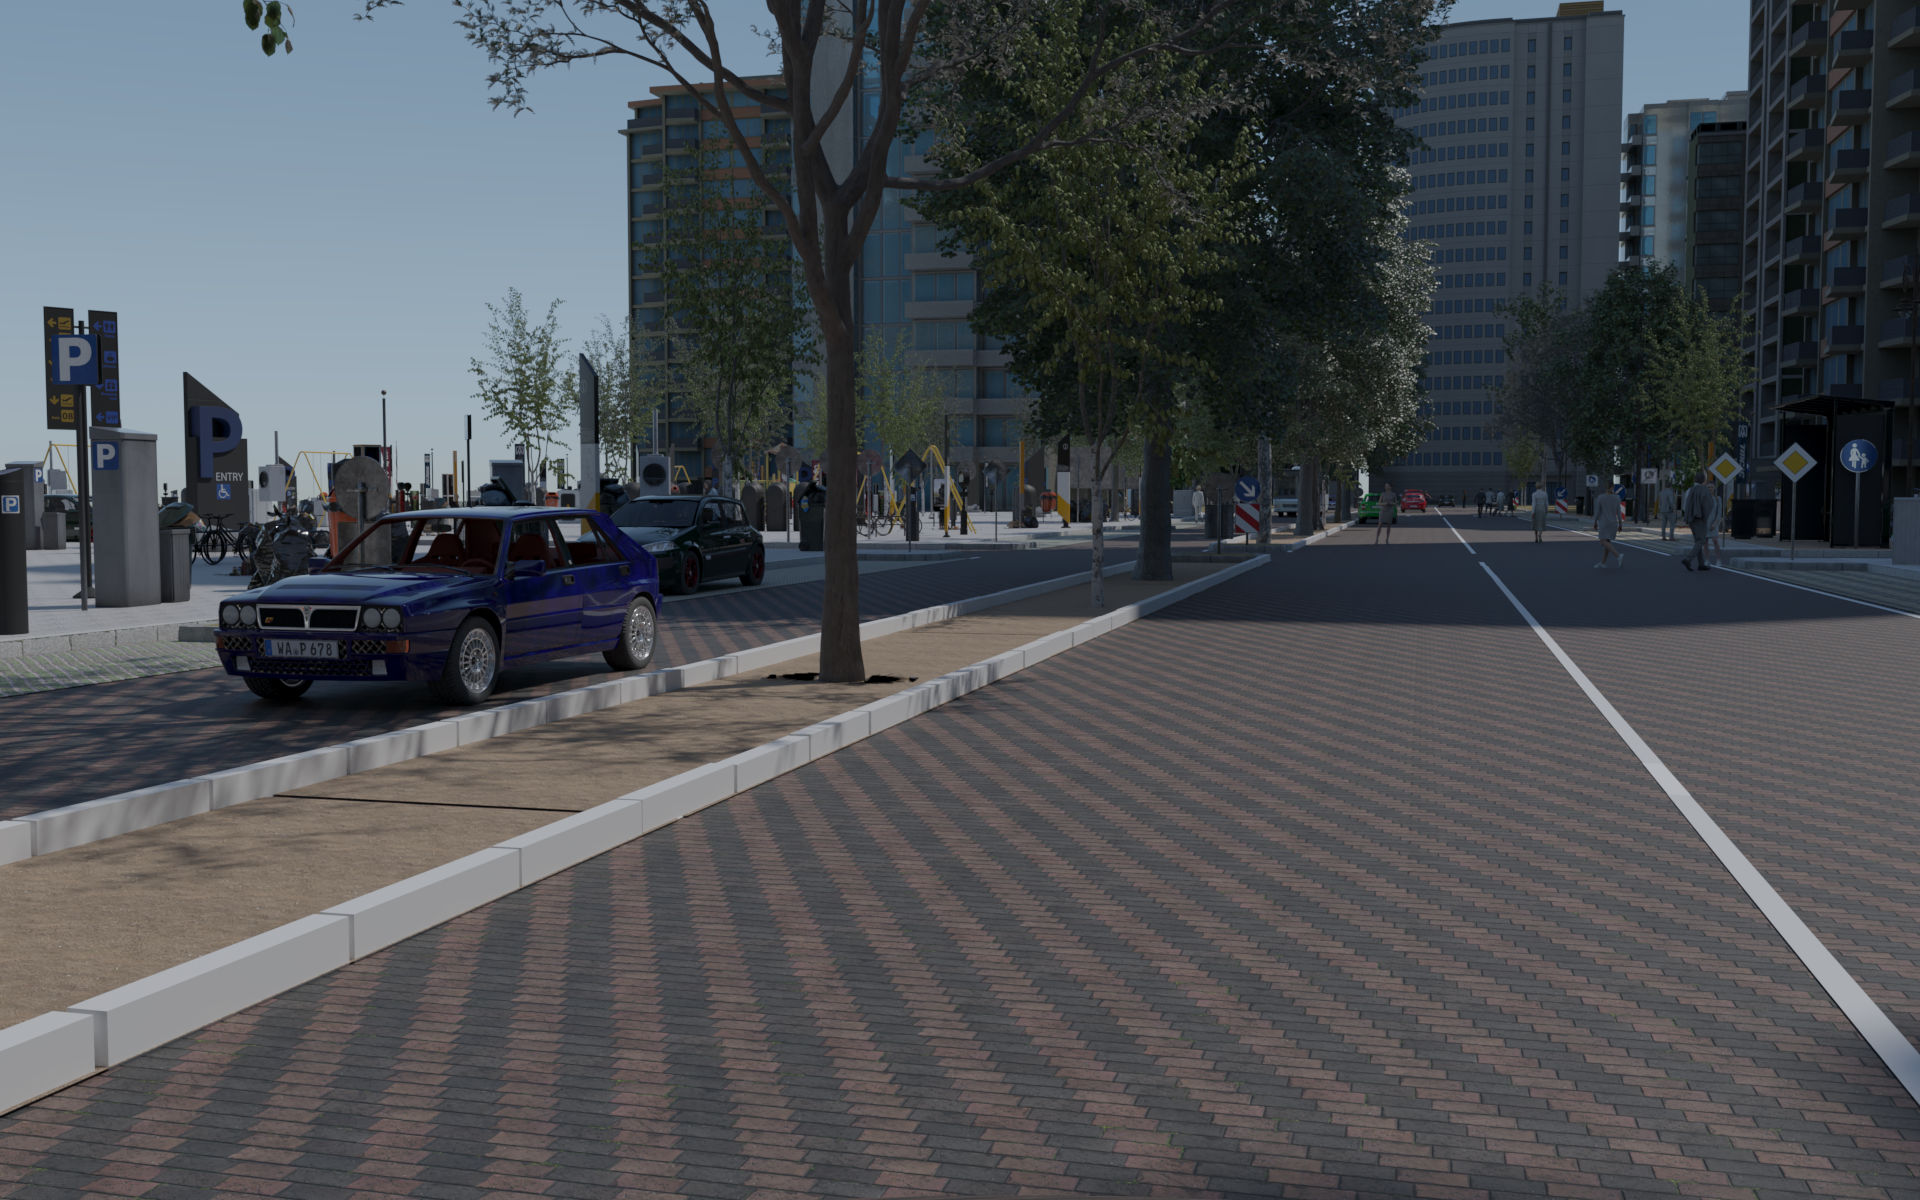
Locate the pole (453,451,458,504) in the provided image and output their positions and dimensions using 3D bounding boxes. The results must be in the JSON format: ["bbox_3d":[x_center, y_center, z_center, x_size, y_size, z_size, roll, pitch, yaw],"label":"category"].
[{"bbox_3d":[-23.710,-5.354,81.375,0.158,3.312,0.155,0,3,0],"label":"pole"}]

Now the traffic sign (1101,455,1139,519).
[{"bbox_3d":[8.067,-5.766,88.139,2.265,3.308,0.079,1,4,19],"label":"traffic sign"}]

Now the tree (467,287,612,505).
[{"bbox_3d":[-15.132,-6.771,61.075,4.737,8.622,4.395,0,3,0],"label":"tree"}]

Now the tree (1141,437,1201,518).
[{"bbox_3d":[11.309,-6.712,93.449,4.285,4.588,4.351,0,3,0],"label":"tree"}]

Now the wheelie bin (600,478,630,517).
[{"bbox_3d":[-6.924,-1.604,34.129,0.693,1.594,0.980,2,4,33],"label":"wheelie bin"}]

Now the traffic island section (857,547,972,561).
[{"bbox_3d":[-1.128,-0.973,38.195,2.009,0.180,2.903,1,4,15],"label":"traffic island section"}]

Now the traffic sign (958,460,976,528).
[{"bbox_3d":[0.241,-3.961,64.862,0.768,2.556,0.104,2,4,25],"label":"traffic sign"}]

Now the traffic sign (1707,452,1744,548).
[{"bbox_3d":[18.196,-2.299,41.226,0.795,2.450,0.064,1,4,15],"label":"traffic sign"}]

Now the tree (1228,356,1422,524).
[{"bbox_3d":[18.425,-9.507,83.656,9.928,11.665,9.643,0,3,0],"label":"tree"}]

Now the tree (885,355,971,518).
[{"bbox_3d":[-1.265,-8.598,90.934,4.360,8.622,3.978,0,3,0],"label":"tree"}]

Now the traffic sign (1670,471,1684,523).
[{"bbox_3d":[31.314,-4.498,75.672,0.606,2.300,0.079,2,4,24],"label":"traffic sign"}]

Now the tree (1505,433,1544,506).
[{"bbox_3d":[58.872,-14.077,180.527,4.360,8.622,3.978,0,3,0],"label":"tree"}]

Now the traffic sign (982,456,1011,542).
[{"bbox_3d":[0.961,-2.581,45.842,0.795,2.450,0.064,1,4,15],"label":"traffic sign"}]

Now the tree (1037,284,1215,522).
[{"bbox_3d":[7.212,-9.934,80.544,7.486,12.596,7.792,0,3,0],"label":"tree"}]

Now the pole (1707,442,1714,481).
[{"bbox_3d":[29.361,-4.524,67.808,0.158,3.312,0.155,0,3,0],"label":"pole"}]

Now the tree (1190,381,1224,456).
[{"bbox_3d":[20.061,-12.282,126.572,9.928,11.665,9.643,0,3,0],"label":"tree"}]

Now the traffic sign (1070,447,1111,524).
[{"bbox_3d":[5.406,-4.950,74.799,2.265,3.308,0.079,1,4,17],"label":"traffic sign"}]

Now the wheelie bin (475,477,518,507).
[{"bbox_3d":[-8.421,-1.445,31.527,0.693,1.594,0.980,-2,4,-30],"label":"wheelie bin"}]

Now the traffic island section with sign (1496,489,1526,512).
[{"bbox_3d":[44.569,-8.018,139.715,1.989,1.847,2.006,1,4,15],"label":"traffic island section with sign"}]

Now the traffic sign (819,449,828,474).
[{"bbox_3d":[-3.516,-2.886,47.299,0.768,2.556,0.104,1,4,22],"label":"traffic sign"}]

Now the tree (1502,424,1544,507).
[{"bbox_3d":[56.231,-13.610,172.879,4.737,8.622,4.395,0,3,0],"label":"tree"}]

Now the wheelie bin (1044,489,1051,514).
[{"bbox_3d":[5.506,-6.323,111.282,0.980,1.594,0.693,1,4,20],"label":"wheelie bin"}]

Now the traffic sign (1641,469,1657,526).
[{"bbox_3d":[27.792,-4.146,69.910,0.606,2.300,0.079,1,4,16],"label":"traffic sign"}]

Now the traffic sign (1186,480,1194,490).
[{"bbox_3d":[15.877,-7.297,119.306,0.884,2.594,0.081,1,4,17],"label":"traffic sign"}]

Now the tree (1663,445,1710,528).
[{"bbox_3d":[28.204,-4.405,66.629,1.663,3.219,1.824,0,3,0],"label":"tree"}]

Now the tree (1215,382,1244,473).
[{"bbox_3d":[14.212,-11.396,104.454,7.486,12.596,7.792,0,3,0],"label":"tree"}]

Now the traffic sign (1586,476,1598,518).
[{"bbox_3d":[34.346,-5.628,94.146,0.606,2.300,0.079,1,4,20],"label":"traffic sign"}]

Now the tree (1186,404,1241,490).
[{"bbox_3d":[16.772,-10.089,115.320,4.360,8.622,3.978,0,3,0],"label":"tree"}]

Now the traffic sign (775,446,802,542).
[{"bbox_3d":[-4.584,-2.819,46.194,0.768,2.556,0.104,1,4,19],"label":"traffic sign"}]

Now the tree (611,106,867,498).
[{"bbox_3d":[-4.337,-5.117,34.024,4.737,8.622,4.395,0,3,0],"label":"tree"}]

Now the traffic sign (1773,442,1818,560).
[{"bbox_3d":[16.131,-1.827,33.511,0.795,2.450,0.064,1,4,15],"label":"traffic sign"}]

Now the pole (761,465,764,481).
[{"bbox_3d":[-14.033,-7.918,123.298,0.158,3.312,0.155,0,3,0],"label":"pole"}]

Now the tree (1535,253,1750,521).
[{"bbox_3d":[32.622,-10.146,82.890,9.611,12.733,9.660,0,3,0],"label":"tree"}]

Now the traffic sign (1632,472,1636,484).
[{"bbox_3d":[37.773,-5.890,96.402,0.768,2.556,0.104,1,4,19],"label":"traffic sign"}]

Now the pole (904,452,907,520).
[{"bbox_3d":[-2.679,-5.553,84.630,0.158,3.312,0.155,0,3,0],"label":"pole"}]

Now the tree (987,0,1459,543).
[{"bbox_3d":[7.502,-11.645,48.735,12.611,20.169,13.585,0,3,0],"label":"tree"}]

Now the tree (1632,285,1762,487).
[{"bbox_3d":[25.800,-6.715,60.160,4.737,8.622,4.395,0,3,0],"label":"tree"}]

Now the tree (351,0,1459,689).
[{"bbox_3d":[-0.911,-6.107,12.676,12.009,13.543,11.850,0,3,0],"label":"tree"}]

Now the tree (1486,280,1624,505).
[{"bbox_3d":[51.882,-18.041,150.866,12.611,20.169,13.585,0,3,0],"label":"tree"}]

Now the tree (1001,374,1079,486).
[{"bbox_3d":[4.309,-9.434,104.609,4.360,8.622,3.978,0,3,0],"label":"tree"}]

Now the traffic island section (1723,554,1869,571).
[{"bbox_3d":[16.156,-0.691,33.582,2.009,0.180,2.903,1,4,15],"label":"traffic island section"}]

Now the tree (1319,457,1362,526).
[{"bbox_3d":[16.193,-7.575,76.665,4.737,8.622,4.395,0,3,0],"label":"tree"}]

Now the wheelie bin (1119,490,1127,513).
[{"bbox_3d":[11.110,-6.828,119.543,0.693,1.594,0.980,1,4,17],"label":"wheelie bin"}]

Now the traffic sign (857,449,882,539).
[{"bbox_3d":[-2.569,-2.985,48.915,0.768,2.556,0.104,1,4,18],"label":"traffic sign"}]

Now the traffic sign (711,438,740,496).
[{"bbox_3d":[-5.374,-2.414,39.572,0.768,2.556,0.104,2,4,24],"label":"traffic sign"}]

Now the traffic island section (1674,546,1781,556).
[{"bbox_3d":[18.220,-1.163,41.297,2.009,0.180,2.903,1,4,15],"label":"traffic island section"}]

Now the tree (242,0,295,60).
[{"bbox_3d":[-2.965,-3.170,4.648,4.360,8.622,3.978,0,3,0],"label":"tree"}]

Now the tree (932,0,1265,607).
[{"bbox_3d":[1.711,-4.190,21.334,4.737,8.622,4.395,0,3,0],"label":"tree"}]

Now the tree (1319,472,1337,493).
[{"bbox_3d":[22.230,-9.051,100.797,4.360,8.622,3.978,0,3,0],"label":"tree"}]

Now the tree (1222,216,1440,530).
[{"bbox_3d":[14.184,-9.149,69.050,9.611,12.733,9.660,0,3,0],"label":"tree"}]

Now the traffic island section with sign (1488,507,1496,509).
[{"bbox_3d":[51.546,-9.610,165.755,1.989,1.847,2.006,1,4,15],"label":"traffic island section with sign"}]

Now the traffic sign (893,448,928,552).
[{"bbox_3d":[-1.103,-2.109,38.127,0.795,2.450,0.064,1,4,15],"label":"traffic sign"}]

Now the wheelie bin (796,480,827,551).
[{"bbox_3d":[-3.292,-1.903,39.017,0.693,1.594,0.980,0,4,5],"label":"wheelie bin"}]

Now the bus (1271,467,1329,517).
[{"bbox_3d":[22.037,-7.146,111.697,2.948,3.499,13.247,1,4,16],"label":"bus"}]

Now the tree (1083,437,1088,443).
[{"bbox_3d":[6.871,-10.037,114.462,4.360,8.622,3.978,0,3,0],"label":"tree"}]

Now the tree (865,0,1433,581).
[{"bbox_3d":[3.214,-7.297,28.412,9.857,13.997,8.962,0,3,0],"label":"tree"}]

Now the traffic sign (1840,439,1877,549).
[{"bbox_3d":[20.910,-2.462,40.353,0.768,2.556,0.104,1,4,23],"label":"traffic sign"}]

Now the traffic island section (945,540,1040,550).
[{"bbox_3d":[0.936,-1.445,45.910,2.009,0.180,2.903,1,4,15],"label":"traffic island section"}]

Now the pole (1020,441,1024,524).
[{"bbox_3d":[2.398,-4.476,67.028,0.158,3.312,0.155,0,3,0],"label":"pole"}]
